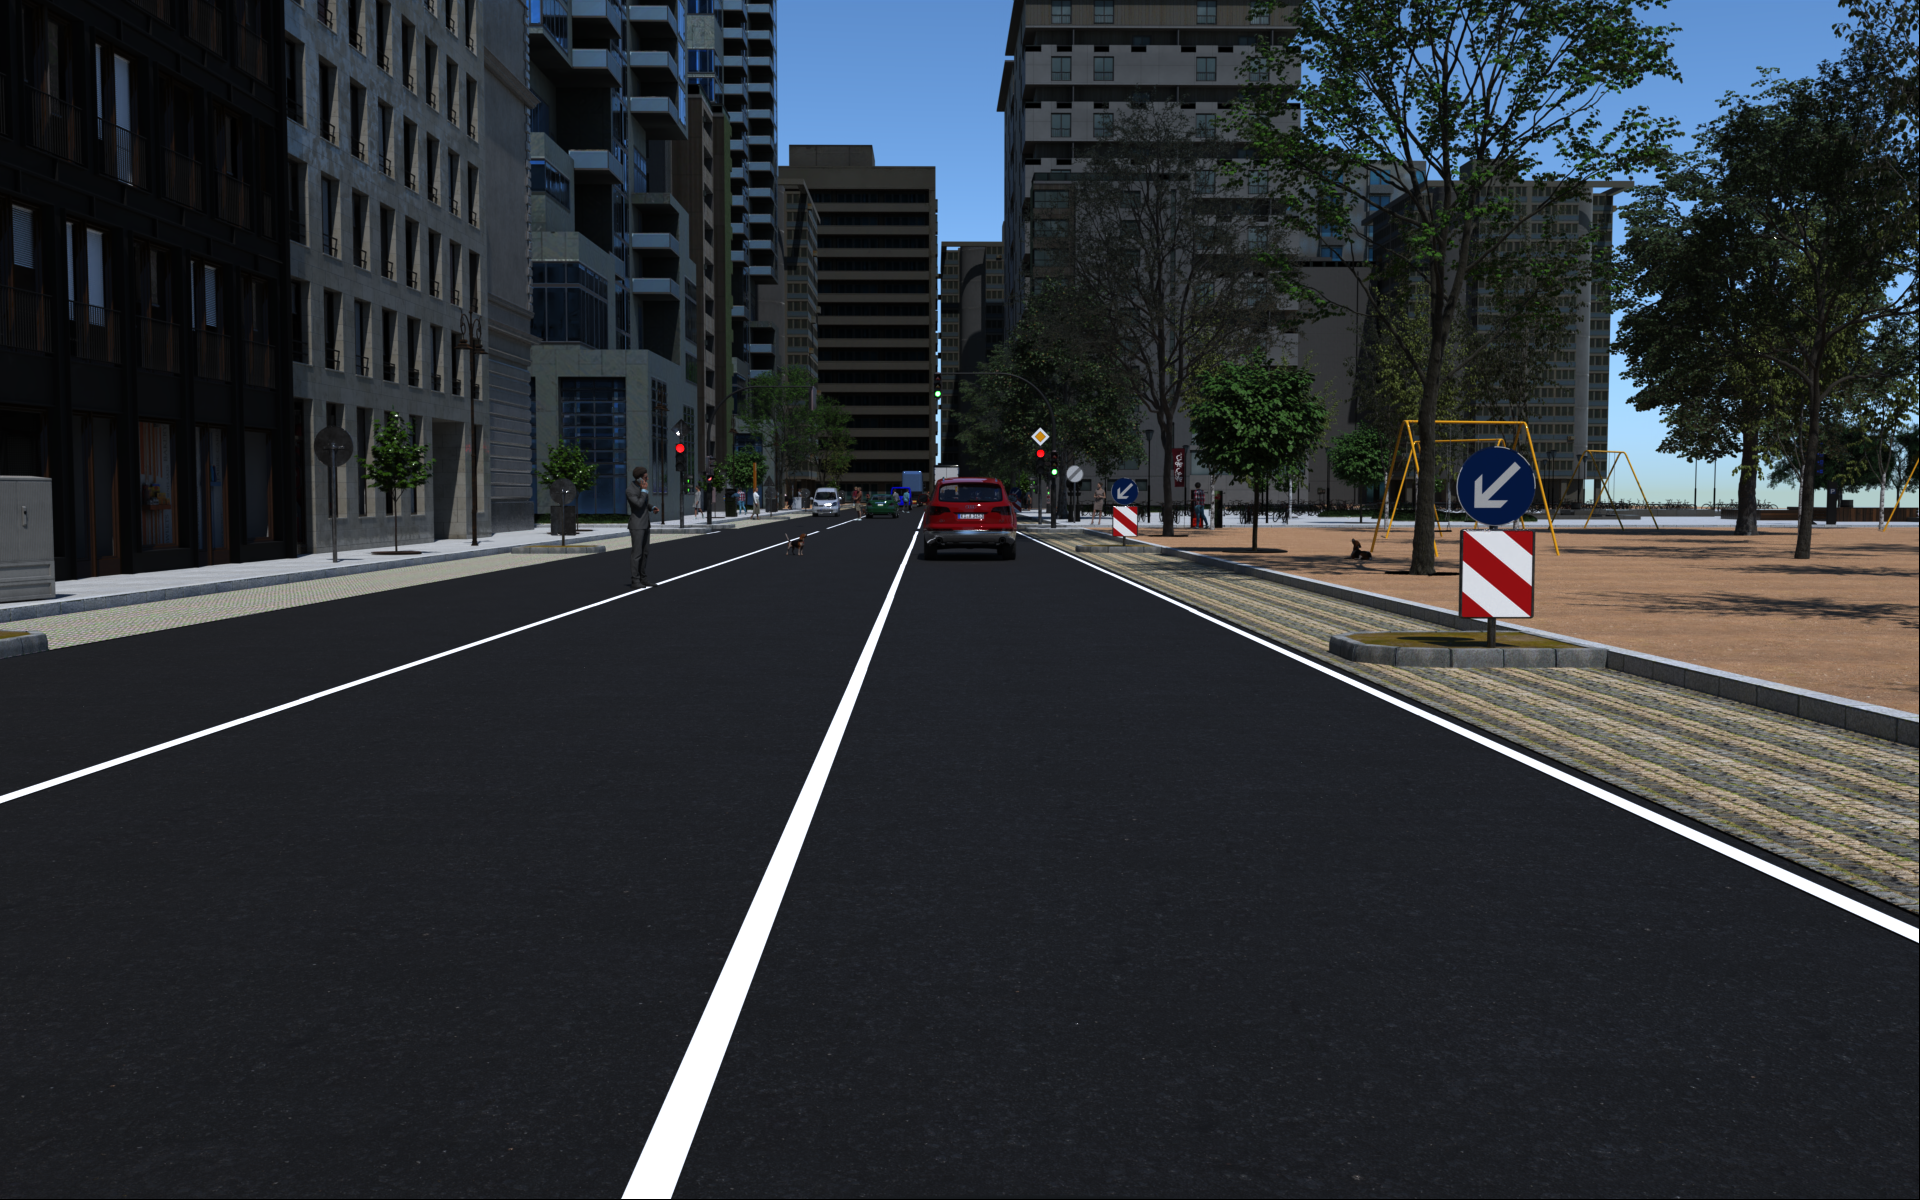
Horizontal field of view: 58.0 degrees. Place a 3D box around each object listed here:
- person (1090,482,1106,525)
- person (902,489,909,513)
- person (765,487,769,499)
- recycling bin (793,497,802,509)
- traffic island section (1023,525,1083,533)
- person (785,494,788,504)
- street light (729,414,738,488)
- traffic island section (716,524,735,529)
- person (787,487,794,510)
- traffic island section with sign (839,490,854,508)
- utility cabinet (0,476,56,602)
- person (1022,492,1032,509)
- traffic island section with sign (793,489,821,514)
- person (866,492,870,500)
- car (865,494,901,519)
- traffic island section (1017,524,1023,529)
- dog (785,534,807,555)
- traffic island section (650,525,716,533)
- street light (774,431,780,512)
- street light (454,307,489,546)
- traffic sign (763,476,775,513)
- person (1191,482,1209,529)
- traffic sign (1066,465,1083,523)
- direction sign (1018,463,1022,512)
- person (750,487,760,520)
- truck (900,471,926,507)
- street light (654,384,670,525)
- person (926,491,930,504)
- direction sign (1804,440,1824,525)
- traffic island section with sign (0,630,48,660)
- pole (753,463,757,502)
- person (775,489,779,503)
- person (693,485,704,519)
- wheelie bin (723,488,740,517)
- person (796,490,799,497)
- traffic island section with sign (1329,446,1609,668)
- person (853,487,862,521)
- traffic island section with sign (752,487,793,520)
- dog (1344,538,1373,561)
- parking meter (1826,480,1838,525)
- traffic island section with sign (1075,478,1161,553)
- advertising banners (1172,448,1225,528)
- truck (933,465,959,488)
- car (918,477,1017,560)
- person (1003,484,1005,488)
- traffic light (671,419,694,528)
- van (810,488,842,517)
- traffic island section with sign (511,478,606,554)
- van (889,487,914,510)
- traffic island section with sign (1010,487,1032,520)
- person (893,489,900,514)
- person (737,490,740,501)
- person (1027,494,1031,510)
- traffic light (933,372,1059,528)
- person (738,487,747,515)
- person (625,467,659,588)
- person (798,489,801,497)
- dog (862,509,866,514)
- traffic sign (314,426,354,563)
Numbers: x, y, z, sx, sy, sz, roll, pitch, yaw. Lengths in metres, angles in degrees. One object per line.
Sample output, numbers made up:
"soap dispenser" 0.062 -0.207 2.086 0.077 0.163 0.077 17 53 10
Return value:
"person" 5.796 -4.058 72.739 0.599 1.781 0.374 1 4 18
"person" -4.191 -7.664 133.817 0.660 1.820 0.620 2 4 31
"person" -13.460 -7.069 121.797 0.473 1.802 0.592 -1 4 -20
"recycling bin" -13.666 -8.138 145.602 0.722 1.027 0.722 0 4 -5
"traffic island section" 3.522 -2.613 65.005 2.009 0.180 2.903 0 4 -1
"person" -18.477 -10.626 182.962 0.799 1.438 0.628 1 4 15
"street light" -13.056 -7.776 99.927 0.468 5.910 1.993 0 4 -1
"traffic island section" -10.545 -3.088 72.772 2.009 0.180 2.903 0 4 -1
"person" -13.878 -8.323 142.030 0.656 1.842 0.836 2 4 25
"traffic island section with sign" -11.842 -10.147 174.524 1.989 1.847 2.006 0 4 -1
"utility cabinet" -11.272 -0.725 20.527 0.318 1.500 1.173 1 4 11
"person" 5.781 -8.652 147.769 0.850 1.792 0.678 2 4 30
"traffic island section with sign" -11.045 -7.091 124.569 1.989 1.847 2.006 0 4 -1
"person" -8.550 -9.182 160.093 0.593 1.643 0.415 3 5 41
"car" -4.604 -5.575 102.954 2.131 1.459 4.920 0 4 1
"traffic island section" 3.394 -3.101 72.989 2.009 0.180 2.903 0 4 -1
"dog" -3.848 -1.307 40.661 0.540 0.507 0.406 0 4 -2
"traffic island section" -10.418 -2.600 64.788 2.009 0.180 2.903 0 4 -1
"street light" -13.387 -9.399 126.456 0.468 5.910 1.993 0 4 -1
"street light" -12.070 -4.288 42.897 0.468 5.910 1.993 0 4 -1
"traffic sign" -13.273 -7.366 120.444 0.884 2.594 0.081 0 4 5
"person" 8.897 -3.511 64.281 0.563 1.720 0.643 -3 5 -39
"traffic sign" 5.065 -4.677 76.576 0.768 2.556 0.104 0 4 -1
"direction sign" 4.344 -8.273 127.254 0.379 3.537 0.876 0 4 6
"person" -11.282 -5.300 95.384 0.641 1.798 0.478 2 4 32
"truck" -5.684 -12.645 196.506 2.967 4.110 18.799 0 4 1
"street light" -12.525 -6.120 72.850 0.468 5.910 1.993 0 4 -1
"person" -3.169 -10.383 178.786 0.750 1.759 0.617 -1 4 -16
"direction sign" 35.877 -4.942 72.804 0.876 3.537 0.379 0 4 -8
"traffic island section with sign" -9.307 -0.407 15.283 1.989 1.847 2.006 0 4 -1
"pole" -13.318 -7.258 112.511 0.158 3.312 0.155 0 3 0
"person" -15.590 -8.588 147.461 0.512 1.701 0.522 0 4 4
"person" -13.418 -5.012 88.739 0.466 1.731 0.760 2 4 24
"wheelie bin" -12.826 -5.462 97.211 0.980 1.594 0.693 0 4 2
"person" -14.725 -9.298 158.883 0.721 1.723 1.217 -1 4 -22
"traffic island section with sign" 4.324 -0.398 15.131 1.989 1.847 2.006 0 4 -1
"person" -5.540 -5.222 93.853 0.580 1.828 0.573 2 4 24
"traffic island section with sign" -10.615 -5.443 97.617 1.989 1.847 2.006 0 4 -1
"dog" 7.777 -0.984 33.820 0.550 0.427 0.748 1 4 13
"parking meter" 36.684 -4.105 72.835 0.399 1.863 0.255 1 4 20
"traffic island section with sign" 3.884 -2.091 42.818 1.989 1.847 2.006 0 4 -1
"advertising banners" 9.014 -4.246 65.609 2.074 3.025 0.090 1 4 21
"truck" -1.301 -11.201 172.046 2.839 4.237 11.283 0 3 0
"car" 0.193 -1.871 39.259 2.281 1.827 5.304 0 4 -1
"person" 1.454 -3.054 58.606 0.466 1.800 0.511 -2 4 -28
"traffic light" -10.378 -4.632 64.654 0.839 4.253 0.868 0 4 -1
"van" -8.498 -6.306 110.112 2.013 2.044 4.112 0 4 -2
"traffic island section with sign" -9.731 -2.055 42.234 1.989 1.847 2.006 0 4 -1
"van" -5.211 -9.134 153.718 2.240 2.365 5.245 0 4 -1
"traffic island section with sign" 3.003 -5.446 97.671 1.989 1.847 2.006 0 4 -1
"person" -4.495 -6.843 120.649 0.850 1.792 0.678 3 4 38
"person" -18.209 -8.320 142.753 0.731 1.740 0.598 2 4 26
"person" 5.336 -7.526 133.769 0.362 1.253 0.373 2 4 35
"traffic light" 1.391 -5.508 64.716 4.771 5.953 1.251 0 4 -1
"person" -13.590 -6.166 107.688 0.563 1.720 0.643 -3 5 -40
"person" -4.809 -1.107 26.405 0.447 1.846 0.655 1 4 12
"person" -13.619 -8.644 147.938 0.524 1.755 0.480 -1 4 -16
"dog" -6.797 -6.258 122.505 0.550 0.427 0.748 0 4 3
"traffic sign" -11.706 -1.973 32.367 0.768 2.556 0.104 0 4 5
